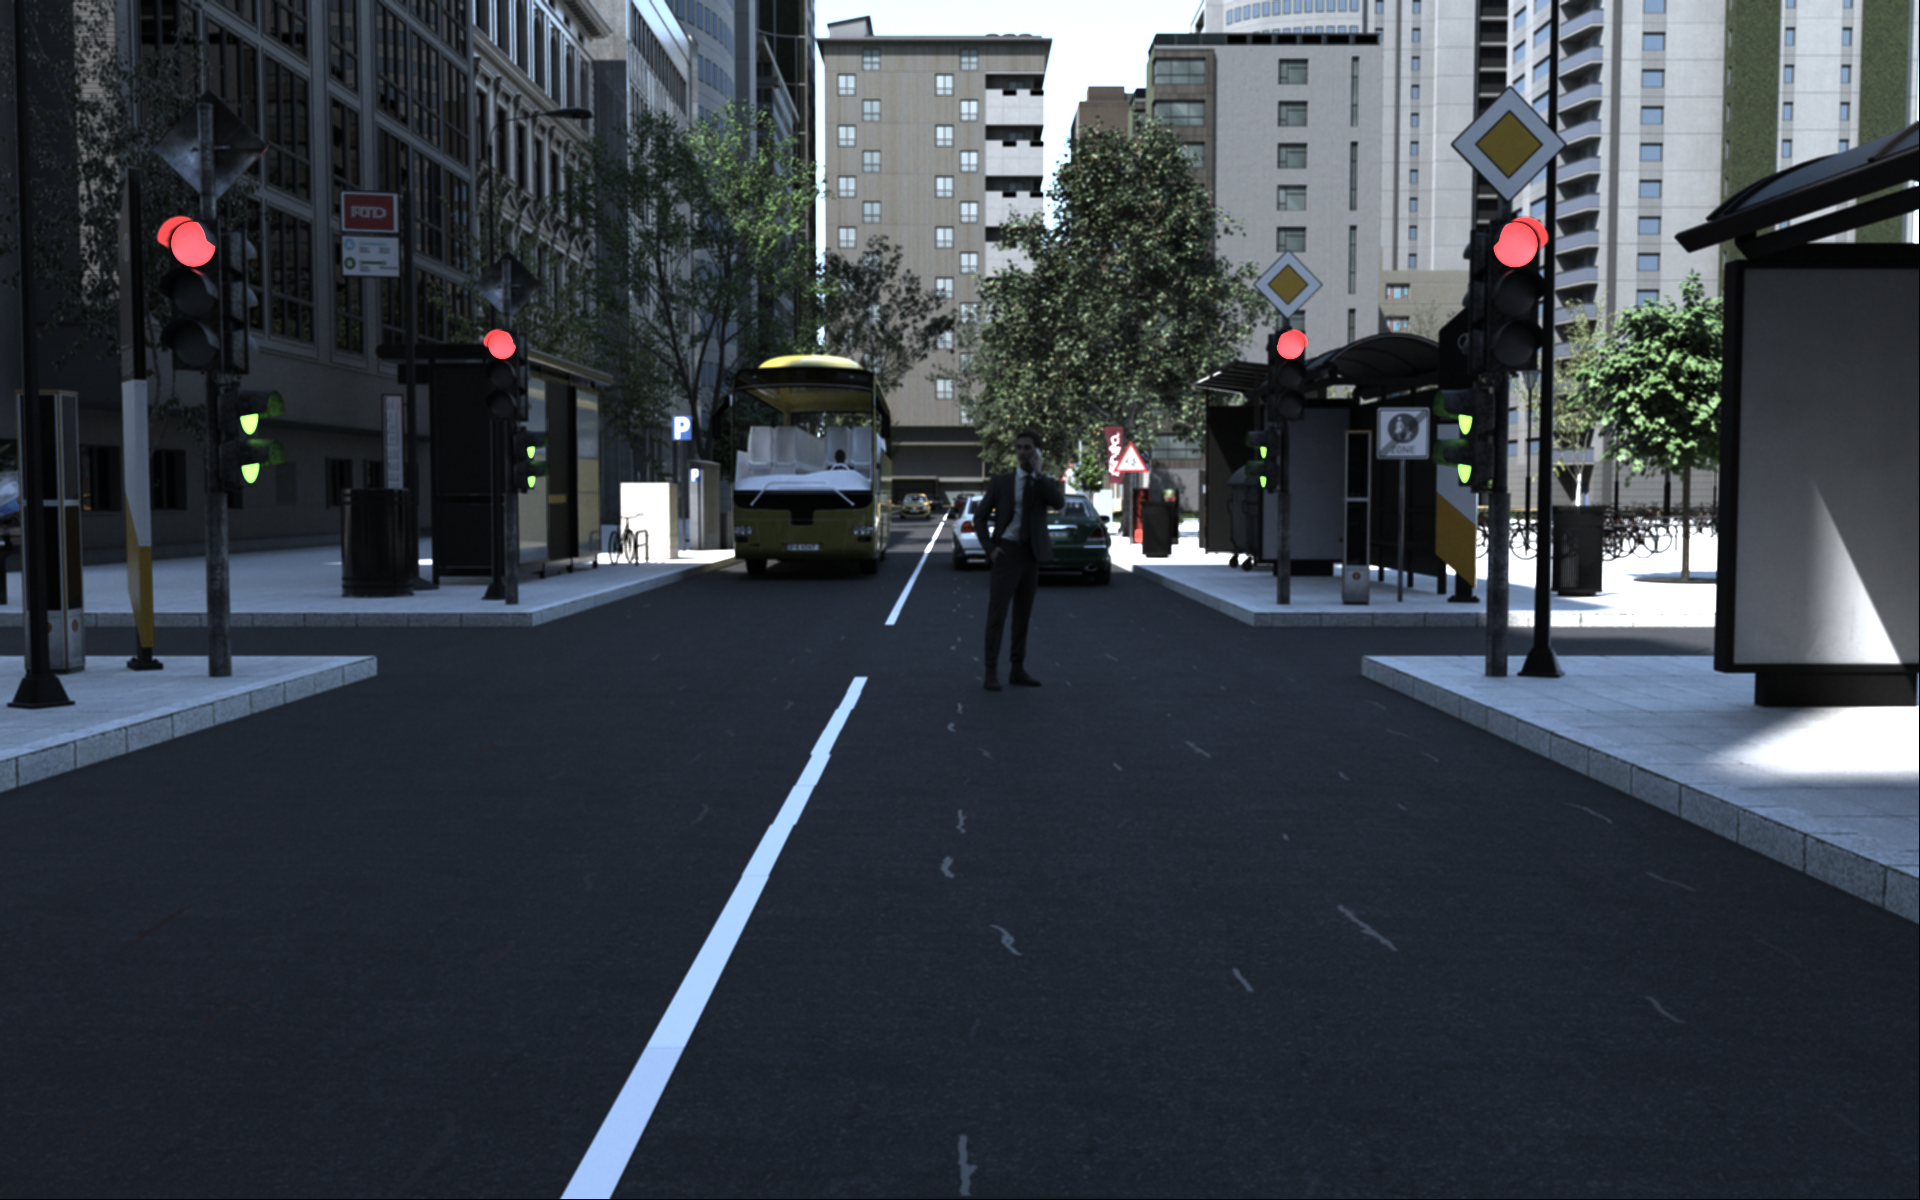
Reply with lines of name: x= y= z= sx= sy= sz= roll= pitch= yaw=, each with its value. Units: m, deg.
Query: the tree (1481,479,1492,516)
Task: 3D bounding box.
tree: x=22.739 y=-4.886 z=74.483 sx=1.663 sy=3.219 sz=1.824 roll=0 pitch=3 yaw=0

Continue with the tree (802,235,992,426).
tree: x=-5.402 y=-16.426 z=124.446 sx=12.611 sy=20.169 sz=13.585 roll=0 pitch=3 yaw=0

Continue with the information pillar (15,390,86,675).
information pillar: x=-6.495 y=-0.482 z=12.379 sx=0.304 sy=2.012 sz=0.304 roll=0 pitch=4 yaw=-4

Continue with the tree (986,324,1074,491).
tree: x=5.191 y=-10.005 z=89.342 sx=9.928 sy=11.665 sz=9.643 roll=0 pitch=3 yaw=0

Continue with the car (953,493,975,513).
car: x=0.491 y=-7.756 z=135.847 sx=2.155 sy=1.783 sz=4.494 roll=0 pitch=4 yaw=2

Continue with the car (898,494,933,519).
car: x=-2.581 y=-5.509 z=100.301 sx=2.015 sy=1.641 sz=3.980 roll=0 pitch=3 yaw=0

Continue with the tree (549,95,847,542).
tree: x=-6.899 y=-7.382 z=46.456 sx=9.928 sy=11.665 sz=9.643 roll=0 pitch=3 yaw=0

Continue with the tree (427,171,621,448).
tree: x=-10.129 y=-5.466 z=39.727 sx=4.737 sy=8.622 sz=4.395 roll=0 pitch=3 yaw=0

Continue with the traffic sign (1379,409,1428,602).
traffic sign: x=5.246 y=-1.128 z=20.580 sx=0.606 sy=2.300 sz=0.079 roll=0 pitch=4 yaw=3

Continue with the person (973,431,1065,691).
person: x=0.450 y=-0.306 z=12.863 sx=0.648 sy=1.900 sz=0.474 roll=-1 pitch=4 yaw=-22

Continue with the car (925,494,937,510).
car: x=-3.005 y=-8.727 z=152.475 sx=2.009 sy=1.686 sz=4.222 roll=0 pitch=4 yaw=0

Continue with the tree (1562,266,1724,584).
tree: x=10.571 y=-2.542 z=25.270 sx=4.285 sy=4.588 sz=4.351 roll=0 pitch=3 yaw=0

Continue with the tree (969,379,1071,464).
tree: x=4.548 y=-10.708 z=109.487 sx=8.767 sy=10.594 sz=7.601 roll=0 pitch=4 yaw=8

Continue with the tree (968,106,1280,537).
tree: x=5.058 y=-8.244 z=51.793 sx=9.611 sy=12.733 sz=9.660 roll=0 pitch=3 yaw=0

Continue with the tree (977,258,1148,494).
tree: x=4.928 y=-9.709 z=76.864 sx=7.486 sy=12.596 sz=7.792 roll=0 pitch=3 yaw=0

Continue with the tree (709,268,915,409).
tree: x=-6.327 y=-8.418 z=72.049 sx=8.767 sy=10.594 sz=7.601 roll=-2 pitch=4 yaw=-33

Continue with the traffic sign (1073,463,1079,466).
traffic sign: x=4.736 y=-4.332 z=70.942 sx=0.768 sy=2.556 sz=0.104 roll=1 pitch=4 yaw=8

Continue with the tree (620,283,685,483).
tree: x=-11.171 y=-6.675 z=59.505 sx=4.737 sy=8.622 sz=4.395 roll=0 pitch=3 yaw=0

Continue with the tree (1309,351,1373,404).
tree: x=18.904 y=-8.474 z=88.918 sx=4.737 sy=8.622 sz=4.395 roll=0 pitch=3 yaw=0

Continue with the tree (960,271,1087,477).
tree: x=4.901 y=-11.826 z=100.006 sx=9.857 sy=13.997 sz=8.962 roll=0 pitch=3 yaw=0

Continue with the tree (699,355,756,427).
tree: x=-11.097 y=-8.501 z=89.349 sx=4.360 sy=8.622 sz=3.978 roll=0 pitch=3 yaw=0

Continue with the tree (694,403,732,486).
tree: x=-6.526 y=-4.291 z=53.871 sx=4.285 sy=4.588 sz=4.351 roll=0 pitch=3 yaw=0

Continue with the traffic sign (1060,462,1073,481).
traffic sign: x=4.506 y=-4.302 z=70.340 sx=0.884 sy=2.594 sz=0.081 roll=0 pitch=4 yaw=4

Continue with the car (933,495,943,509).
car: x=-2.524 y=-9.252 z=163.842 sx=1.945 sy=1.354 sz=3.894 roll=0 pitch=4 yaw=1

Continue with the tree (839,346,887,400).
tree: x=-6.323 y=-8.161 z=83.796 sx=4.737 sy=8.622 sz=4.395 roll=0 pitch=3 yaw=0

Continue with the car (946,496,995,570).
car: x=0.734 y=-1.354 z=34.135 sx=2.014 sy=1.417 sz=4.499 roll=0 pitch=4 yaw=-1

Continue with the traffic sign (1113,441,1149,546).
traffic sign: x=4.177 y=-2.593 z=42.394 sx=0.884 sy=2.594 sz=0.081 roll=0 pitch=4 yaw=7

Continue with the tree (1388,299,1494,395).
tree: x=17.848 y=-7.004 z=64.873 sx=4.360 sy=8.622 sz=3.978 roll=0 pitch=3 yaw=0

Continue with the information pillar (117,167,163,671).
information pillar: x=-6.048 y=-1.306 z=12.706 sx=0.183 sy=3.616 sz=0.504 roll=-3 pitch=4 yaw=-36

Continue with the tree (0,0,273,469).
tree: x=-11.107 y=-4.453 z=23.176 sx=4.360 sy=8.622 sz=3.978 roll=0 pitch=3 yaw=0

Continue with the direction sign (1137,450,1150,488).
direction sign: x=6.094 y=-4.125 z=59.435 sx=0.876 sy=3.537 sz=0.379 roll=2 pitch=4 yaw=31

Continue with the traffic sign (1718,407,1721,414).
traffic sign: x=5.450 y=-0.701 z=11.460 sx=0.884 sy=2.594 sz=0.081 roll=0 pitch=4 yaw=5

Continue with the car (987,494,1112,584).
car: x=1.493 y=-1.050 z=28.958 sx=2.131 sy=1.459 sz=4.920 roll=0 pitch=4 yaw=0

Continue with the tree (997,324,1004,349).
tree: x=3.285 y=-19.412 z=173.277 sx=12.611 sy=20.169 sz=13.585 roll=0 pitch=3 yaw=0

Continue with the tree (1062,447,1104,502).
tree: x=4.694 y=-4.104 z=61.698 sx=1.663 sy=3.219 sz=1.824 roll=0 pitch=3 yaw=0

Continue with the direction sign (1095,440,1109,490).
direction sign: x=5.796 y=-4.810 z=70.637 sx=0.876 sy=3.537 sz=0.379 roll=0 pitch=4 yaw=1

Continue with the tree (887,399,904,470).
tree: x=-6.539 y=-9.816 z=110.854 sx=4.737 sy=8.622 sz=4.395 roll=0 pitch=3 yaw=0

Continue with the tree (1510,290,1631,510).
tree: x=22.436 y=-6.892 z=63.045 sx=4.737 sy=8.622 sz=4.395 roll=0 pitch=3 yaw=0
